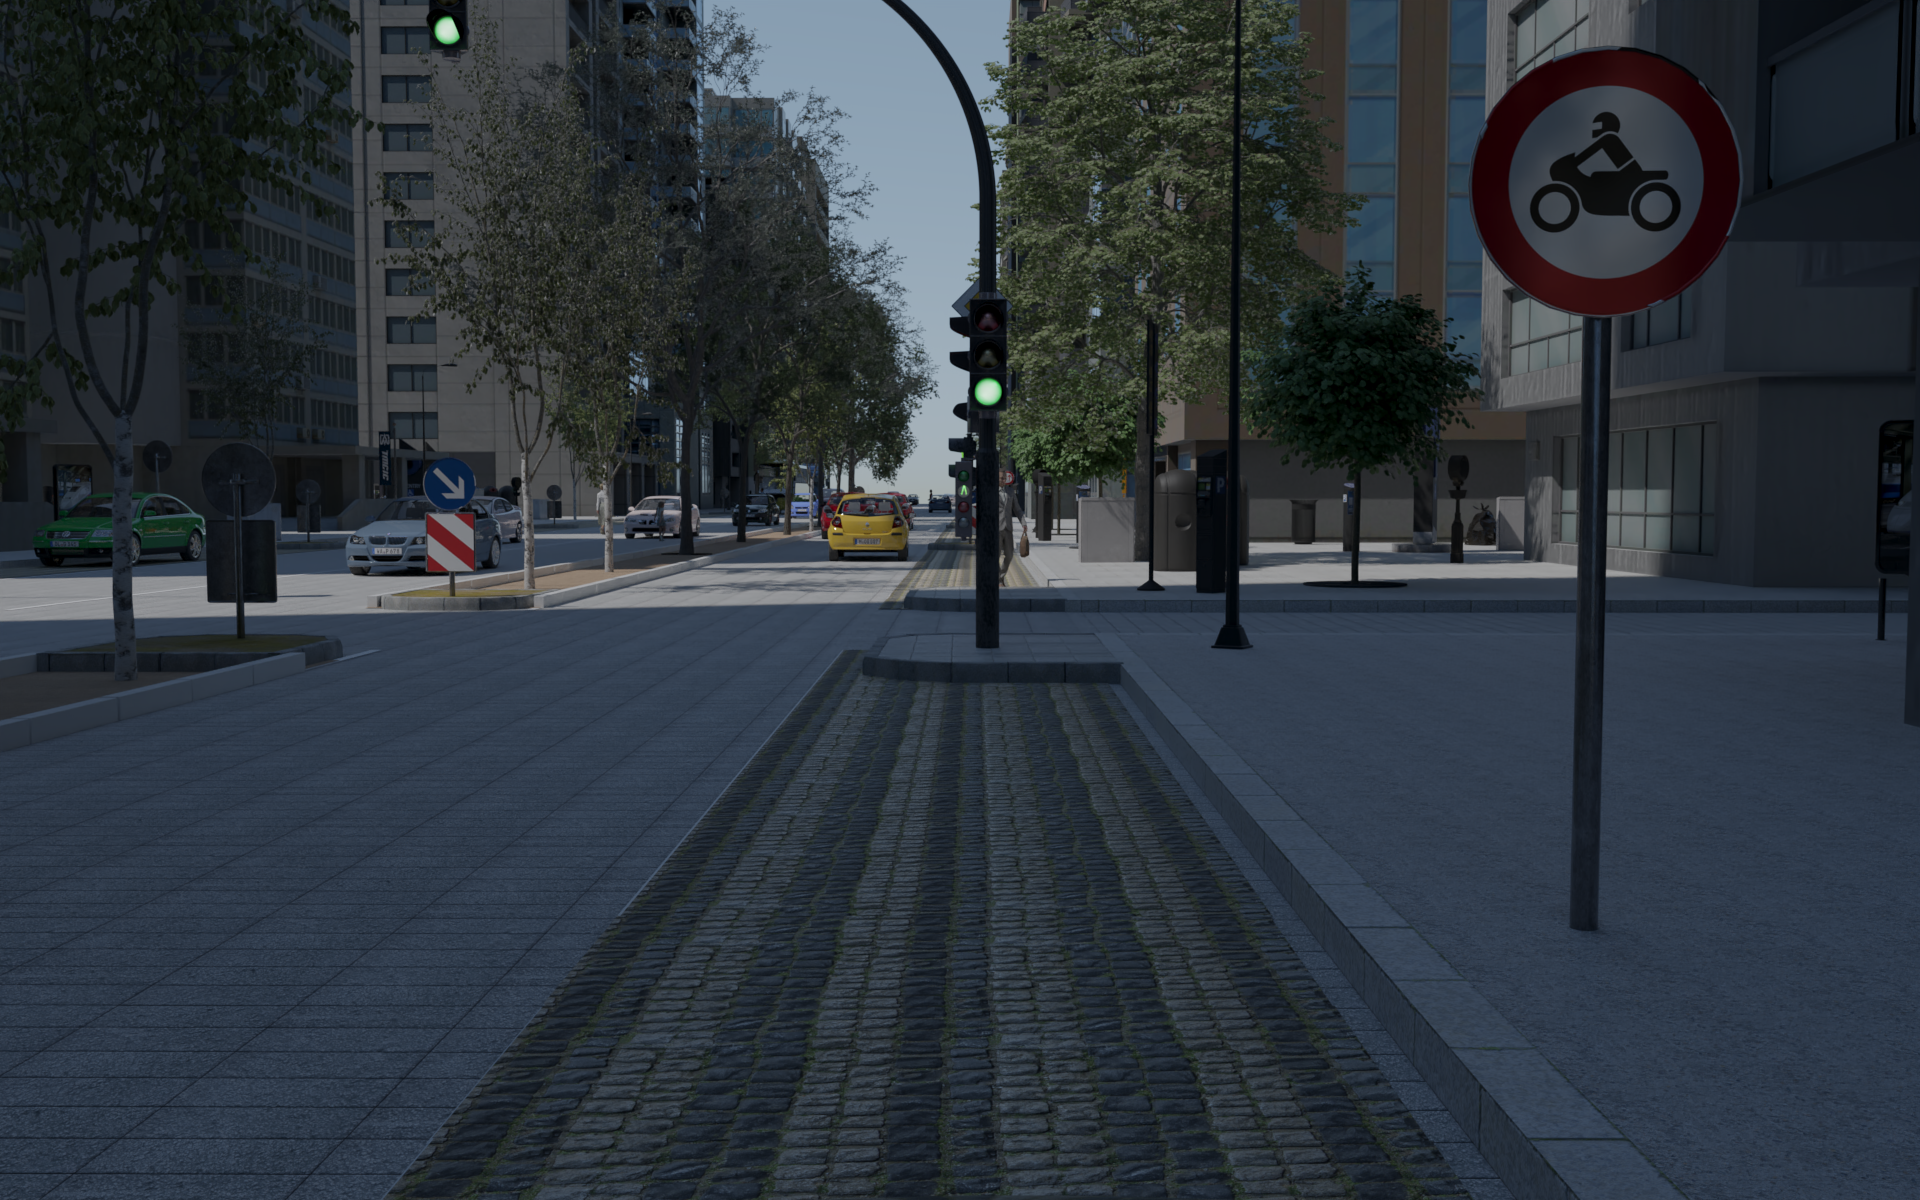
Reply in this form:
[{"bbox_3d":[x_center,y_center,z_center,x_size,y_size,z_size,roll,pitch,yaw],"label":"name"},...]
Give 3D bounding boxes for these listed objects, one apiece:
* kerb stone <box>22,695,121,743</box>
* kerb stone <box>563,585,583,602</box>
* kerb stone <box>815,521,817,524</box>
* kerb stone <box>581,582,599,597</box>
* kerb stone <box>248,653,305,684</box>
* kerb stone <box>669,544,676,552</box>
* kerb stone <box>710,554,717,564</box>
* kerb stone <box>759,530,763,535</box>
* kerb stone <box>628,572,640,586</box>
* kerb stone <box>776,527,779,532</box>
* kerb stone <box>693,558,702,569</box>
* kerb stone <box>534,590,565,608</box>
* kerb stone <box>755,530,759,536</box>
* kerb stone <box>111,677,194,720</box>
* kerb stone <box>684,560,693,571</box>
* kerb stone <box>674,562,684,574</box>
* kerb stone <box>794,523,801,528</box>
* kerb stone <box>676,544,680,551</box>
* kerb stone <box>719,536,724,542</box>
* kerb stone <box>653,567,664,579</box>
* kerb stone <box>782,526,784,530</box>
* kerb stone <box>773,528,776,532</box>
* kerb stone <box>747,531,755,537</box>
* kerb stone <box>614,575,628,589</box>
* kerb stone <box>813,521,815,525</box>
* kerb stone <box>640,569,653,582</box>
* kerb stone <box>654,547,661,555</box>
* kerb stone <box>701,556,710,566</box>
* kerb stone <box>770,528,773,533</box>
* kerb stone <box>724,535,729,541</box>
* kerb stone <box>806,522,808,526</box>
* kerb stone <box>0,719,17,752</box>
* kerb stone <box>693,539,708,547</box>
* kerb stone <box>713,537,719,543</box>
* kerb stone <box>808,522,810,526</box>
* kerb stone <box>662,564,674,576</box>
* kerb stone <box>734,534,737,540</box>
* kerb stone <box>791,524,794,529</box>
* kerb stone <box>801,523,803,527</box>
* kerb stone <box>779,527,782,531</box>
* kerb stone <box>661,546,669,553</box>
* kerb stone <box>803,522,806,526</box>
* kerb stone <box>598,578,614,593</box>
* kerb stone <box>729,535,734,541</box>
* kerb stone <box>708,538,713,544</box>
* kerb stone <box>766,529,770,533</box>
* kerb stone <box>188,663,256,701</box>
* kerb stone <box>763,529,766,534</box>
[{"bbox_3d":[-5.384,0.722,10.440,0.120,0.150,1.000,0,4,0],"label":"kerb stone"},{"bbox_3d":[-5.280,-0.066,23.277,0.120,0.150,1.000,0,4,0],"label":"kerb stone"},{"bbox_3d":[-6.902,-3.577,80.703,0.120,0.150,1.000,0,4,0],"label":"kerb stone"},{"bbox_3d":[-5.274,-0.126,24.300,0.120,0.150,1.000,0,4,0],"label":"kerb stone"},{"bbox_3d":[-5.361,0.531,13.514,0.120,0.150,1.000,0,4,0],"label":"kerb stone"},{"bbox_3d":[-7.209,-1.257,42.754,0.120,0.150,1.000,0,4,0],"label":"kerb stone"},{"bbox_3d":[-5.172,-0.817,35.561,0.120,0.150,1.000,0,4,0],"label":"kerb stone"},{"bbox_3d":[-7.068,-2.324,60.188,0.120,0.150,1.000,0,4,0],"label":"kerb stone"},{"bbox_3d":[-5.247,-0.315,27.372,0.120,0.150,1.000,0,4,0],"label":"kerb stone"},{"bbox_3d":[-7.020,-2.636,65.297,0.120,0.150,1.000,0,4,0],"label":"kerb stone"},{"bbox_3d":[-5.188,-0.687,33.510,0.120,0.150,1.000,0,4,0],"label":"kerb stone"},{"bbox_3d":[-5.289,-0.003,22.255,0.120,0.150,1.000,0,4,0],"label":"kerb stone"},{"bbox_3d":[-7.074,-2.260,59.162,0.120,0.150,1.000,0,4,0],"label":"kerb stone"},{"bbox_3d":[-5.370,0.656,11.463,0.120,0.150,1.000,0,4,0],"label":"kerb stone"},{"bbox_3d":[-5.196,-0.629,32.487,0.120,0.150,1.000,0,4,0],"label":"kerb stone"},{"bbox_3d":[-5.204,-0.567,31.464,0.120,0.150,1.000,0,4,0],"label":"kerb stone"},{"bbox_3d":[-6.957,-3.137,73.488,0.120,0.150,1.000,0,4,0],"label":"kerb stone"},{"bbox_3d":[-7.201,-1.320,43.778,0.120,0.150,1.000,0,4,0],"label":"kerb stone"},{"bbox_3d":[-7.146,-1.759,50.966,0.120,0.150,1.000,0,4,0],"label":"kerb stone"},{"bbox_3d":[-5.224,-0.438,29.416,0.120,0.150,1.000,0,4,0],"label":"kerb stone"},{"bbox_3d":[-7.010,-2.759,67.345,0.120,0.150,1.000,0,4,0],"label":"kerb stone"},{"bbox_3d":[-7.041,-2.572,64.276,0.120,0.150,1.000,0,4,0],"label":"kerb stone"},{"bbox_3d":[-7.089,-2.198,58.140,0.120,0.150,1.000,0,4,0],"label":"kerb stone"},{"bbox_3d":[-5.253,-0.254,26.350,0.120,0.150,1.000,0,4,0],"label":"kerb stone"},{"bbox_3d":[-6.900,-3.508,79.681,0.120,0.150,1.000,0,4,0],"label":"kerb stone"},{"bbox_3d":[-5.236,-0.379,28.394,0.120,0.150,1.000,0,4,0],"label":"kerb stone"},{"bbox_3d":[-7.233,-1.132,40.708,0.120,0.150,1.000,0,4,0],"label":"kerb stone"},{"bbox_3d":[-5.177,-0.754,34.540,0.120,0.150,1.000,0,4,0],"label":"kerb stone"},{"bbox_3d":[-7.039,-2.511,63.254,0.120,0.150,1.000,0,4,0],"label":"kerb stone"},{"bbox_3d":[-7.127,-1.818,51.988,0.120,0.150,1.000,0,4,0],"label":"kerb stone"},{"bbox_3d":[-6.931,-3.326,76.572,0.120,0.150,1.000,0,4,0],"label":"kerb stone"},{"bbox_3d":[-5.392,0.786,9.417,0.120,0.150,1.000,0,4,0],"label":"kerb stone"},{"bbox_3d":[-7.173,-1.571,47.878,0.120,0.150,1.000,0,4,0],"label":"kerb stone"},{"bbox_3d":[-7.159,-1.696,49.929,0.120,0.150,1.000,0,4,0],"label":"kerb stone"},{"bbox_3d":[-6.921,-3.382,77.613,0.120,0.150,1.000,0,4,0],"label":"kerb stone"},{"bbox_3d":[-5.213,-0.504,30.437,0.120,0.150,1.000,0,4,0],"label":"kerb stone"},{"bbox_3d":[-7.119,-1.947,54.036,0.120,0.150,1.000,0,4,0],"label":"kerb stone"},{"bbox_3d":[-6.983,-2.949,70.422,0.120,0.150,1.000,0,4,0],"label":"kerb stone"},{"bbox_3d":[-6.954,-3.200,74.517,0.120,0.150,1.000,0,4,0],"label":"kerb stone"},{"bbox_3d":[-7.020,-2.698,66.323,0.120,0.150,1.000,0,4,0],"label":"kerb stone"},{"bbox_3d":[-7.223,-1.193,41.732,0.120,0.150,1.000,0,4,0],"label":"kerb stone"},{"bbox_3d":[-6.941,-3.263,75.539,0.120,0.150,1.000,0,4,0],"label":"kerb stone"},{"bbox_3d":[-5.258,-0.192,25.328,0.120,0.150,1.000,0,4,0],"label":"kerb stone"},{"bbox_3d":[-7.122,-1.883,53.014,0.120,0.150,1.000,0,4,0],"label":"kerb stone"},{"bbox_3d":[-7.169,-1.634,48.904,0.120,0.150,1.000,0,4,0],"label":"kerb stone"},{"bbox_3d":[-7.050,-2.449,62.232,0.120,0.150,1.000,0,4,0],"label":"kerb stone"},{"bbox_3d":[-5.367,0.594,12.488,0.120,0.150,1.000,0,4,0],"label":"kerb stone"},{"bbox_3d":[-7.057,-2.384,61.210,0.120,0.150,1.000,0,4,0],"label":"kerb stone"}]
